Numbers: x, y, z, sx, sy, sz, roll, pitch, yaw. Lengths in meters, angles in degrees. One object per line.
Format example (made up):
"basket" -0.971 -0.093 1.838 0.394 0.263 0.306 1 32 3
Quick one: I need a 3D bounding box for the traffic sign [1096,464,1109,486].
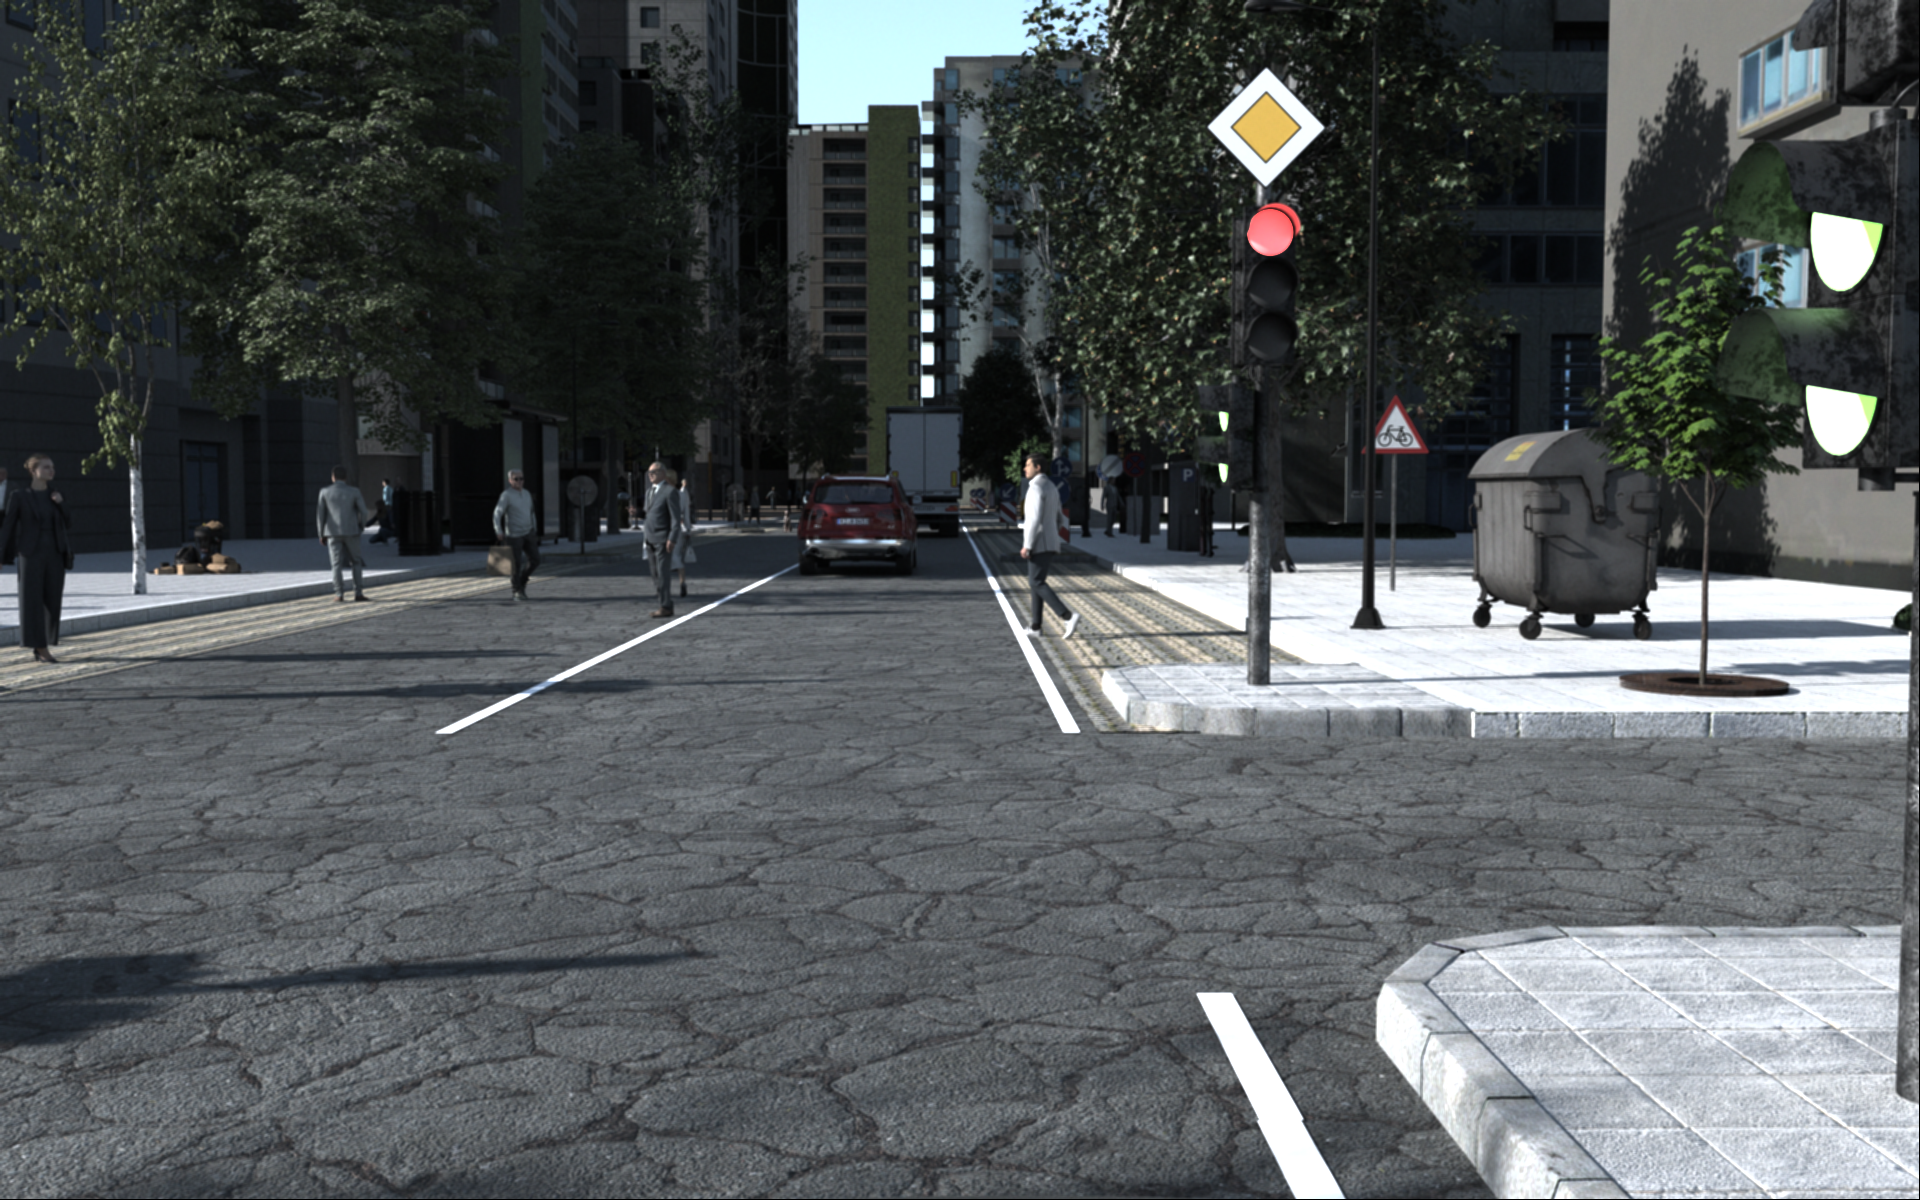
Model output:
"traffic sign" 5.618 -4.060 66.487 0.768 2.556 0.104 0 4 3

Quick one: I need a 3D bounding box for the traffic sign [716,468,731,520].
"traffic sign" -11.718 -5.247 85.891 0.768 2.556 0.104 0 4 3

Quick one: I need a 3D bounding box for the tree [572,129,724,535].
"tree" -11.473 -8.357 54.761 7.486 12.596 7.792 0 3 0

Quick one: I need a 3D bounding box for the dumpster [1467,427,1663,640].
"dumpster" 5.524 -0.619 15.879 1.264 1.857 1.865 0 4 0

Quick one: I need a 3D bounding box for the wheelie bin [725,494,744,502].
"wheelie bin" -10.807 -4.598 83.089 0.980 1.594 0.693 0 4 8

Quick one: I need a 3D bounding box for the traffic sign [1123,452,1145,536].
"traffic sign" 5.319 -3.209 52.578 0.768 2.556 0.104 1 4 9

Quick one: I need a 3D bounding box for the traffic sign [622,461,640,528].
"traffic sign" -12.455 -3.999 65.485 0.768 2.556 0.104 0 4 8

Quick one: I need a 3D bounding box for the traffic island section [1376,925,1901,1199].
"traffic island section" 2.097 1.137 3.687 2.009 0.180 2.903 0 4 0

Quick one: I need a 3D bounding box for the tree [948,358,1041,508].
"tree" 3.198 -15.609 161.865 9.857 13.997 8.962 0 3 0

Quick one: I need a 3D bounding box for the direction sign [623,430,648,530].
"direction sign" -11.559 -4.269 61.797 0.876 3.537 0.379 -2 4 -24

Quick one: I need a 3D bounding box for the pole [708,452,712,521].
"pole" -12.063 -5.492 83.636 0.158 3.312 0.155 0 3 0

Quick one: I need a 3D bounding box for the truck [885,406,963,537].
"truck" -1.293 -4.408 60.977 2.839 4.237 11.283 0 4 -2

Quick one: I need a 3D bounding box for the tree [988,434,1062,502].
"tree" 4.133 -6.720 93.588 4.285 4.588 4.351 0 3 0

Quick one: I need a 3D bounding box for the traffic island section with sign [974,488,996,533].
"traffic island section with sign" 1.630 -3.373 63.781 1.989 1.847 2.006 0 4 0

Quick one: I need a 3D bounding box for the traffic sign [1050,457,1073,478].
"traffic sign" 3.454 -3.609 59.105 0.768 2.556 0.104 0 4 5

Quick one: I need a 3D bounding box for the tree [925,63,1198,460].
"tree" 4.877 -13.346 74.104 12.611 20.169 13.585 0 3 0

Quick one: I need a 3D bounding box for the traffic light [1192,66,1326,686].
"traffic light" 1.995 -1.384 11.557 0.839 4.253 0.868 0 4 0

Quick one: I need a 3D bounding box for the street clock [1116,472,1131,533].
"street clock" 5.330 -3.178 56.535 0.358 2.002 0.471 -3 5 -41

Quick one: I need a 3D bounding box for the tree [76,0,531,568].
"tree" -11.047 -6.830 29.790 7.486 12.596 7.792 0 3 0

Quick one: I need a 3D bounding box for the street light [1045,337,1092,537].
"street light" 3.216 -4.813 51.237 1.470 5.913 1.316 0 4 0

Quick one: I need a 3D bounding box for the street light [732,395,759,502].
"street light" -10.158 -6.670 81.597 1.470 5.913 1.316 0 4 0

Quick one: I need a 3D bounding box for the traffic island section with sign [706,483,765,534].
"traffic island section with sign" -8.186 -3.345 63.319 1.989 1.847 2.006 0 4 0

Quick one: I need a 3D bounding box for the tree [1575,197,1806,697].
"tree" 5.040 -1.026 11.374 1.663 3.219 1.824 0 3 0

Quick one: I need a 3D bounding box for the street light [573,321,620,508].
"street light" -9.810 -4.527 46.561 1.470 5.913 1.316 0 4 0

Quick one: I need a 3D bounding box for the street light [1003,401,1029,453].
"street light" 2.838 -6.945 86.085 1.470 5.913 1.316 0 4 0

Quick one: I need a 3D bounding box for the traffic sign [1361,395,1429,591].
"traffic sign" 5.724 -1.397 22.848 0.884 2.594 0.081 0 4 1

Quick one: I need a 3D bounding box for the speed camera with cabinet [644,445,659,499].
"speed camera with cabinet" -11.295 -4.245 63.749 0.660 3.252 2.038 -1 4 -9

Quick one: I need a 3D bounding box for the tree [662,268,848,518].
"tree" -11.168 -11.250 94.313 12.009 13.543 11.850 0 3 0

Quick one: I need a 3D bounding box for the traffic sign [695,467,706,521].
"traffic sign" -12.620 -5.091 83.234 0.884 2.594 0.081 0 4 7

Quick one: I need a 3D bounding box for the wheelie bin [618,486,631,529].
"wheelie bin" -12.568 -3.423 63.877 0.980 1.594 0.693 1 4 20

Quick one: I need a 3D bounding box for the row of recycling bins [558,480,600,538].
"row of recycling bins" -11.651 -2.731 51.761 1.069 1.692 3.534 1 4 10

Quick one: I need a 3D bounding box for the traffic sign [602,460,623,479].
"traffic sign" -12.442 -3.783 61.962 0.768 2.556 0.104 0 4 6

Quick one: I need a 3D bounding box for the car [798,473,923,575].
"car" -1.846 -1.443 32.273 2.281 1.827 5.304 0 3 0

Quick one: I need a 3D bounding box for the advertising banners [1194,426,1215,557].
"advertising banners" 5.049 -2.430 35.911 0.090 3.025 2.074 0 4 -2

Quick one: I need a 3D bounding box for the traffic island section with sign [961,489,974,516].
"traffic island section with sign" 1.239 -6.426 113.694 1.989 1.847 2.006 0 4 0

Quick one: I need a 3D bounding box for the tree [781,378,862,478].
"tree" -12.733 -14.868 161.224 7.486 12.596 7.792 0 3 0

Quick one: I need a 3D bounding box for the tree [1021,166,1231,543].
"tree" 5.171 -6.774 45.168 7.601 10.594 8.767 -2 4 -24

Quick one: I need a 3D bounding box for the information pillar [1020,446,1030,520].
"information pillar" 3.192 -5.717 84.822 0.504 3.616 0.183 -1 4 -15

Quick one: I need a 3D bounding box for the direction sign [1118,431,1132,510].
"direction sign" 6.038 -4.312 62.491 0.379 3.537 0.876 -3 5 -44

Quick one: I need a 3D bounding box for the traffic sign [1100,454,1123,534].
"traffic sign" 4.875 -3.400 55.698 0.768 2.556 0.104 0 4 3

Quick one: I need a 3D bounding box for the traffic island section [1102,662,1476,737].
"traffic island section" 2.035 0.649 11.672 2.009 0.180 2.903 0 4 0

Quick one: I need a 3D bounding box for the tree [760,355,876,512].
"tree" -11.344 -12.326 127.287 9.928 11.665 9.643 0 3 0

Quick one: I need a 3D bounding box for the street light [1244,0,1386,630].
"street light" 3.360 -2.682 16.387 1.470 5.913 1.316 0 4 0

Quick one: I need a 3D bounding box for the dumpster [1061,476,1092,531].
"dumpster" 3.723 -3.169 57.575 1.264 1.857 1.865 0 4 0

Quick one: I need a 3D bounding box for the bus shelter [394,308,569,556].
"bus shelter" -11.065 -3.812 39.964 2.179 5.291 8.768 0 4 0

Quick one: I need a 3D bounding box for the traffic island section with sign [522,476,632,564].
"traffic island section with sign" -7.975 -1.695 36.342 1.989 1.847 2.006 0 4 0

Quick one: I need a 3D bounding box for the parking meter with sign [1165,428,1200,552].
"parking meter with sign" 5.025 -2.628 39.229 0.543 3.016 1.738 -1 4 -13

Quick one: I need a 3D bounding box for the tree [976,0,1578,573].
"tree" 5.101 -6.814 28.411 9.611 12.733 9.660 0 3 0

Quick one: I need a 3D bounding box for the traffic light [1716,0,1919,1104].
"traffic light" 2.057 -0.896 3.573 0.839 4.253 0.868 0 4 0

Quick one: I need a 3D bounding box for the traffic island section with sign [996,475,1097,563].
"traffic island section with sign" 1.848 -1.716 36.680 1.989 1.847 2.006 0 4 0
